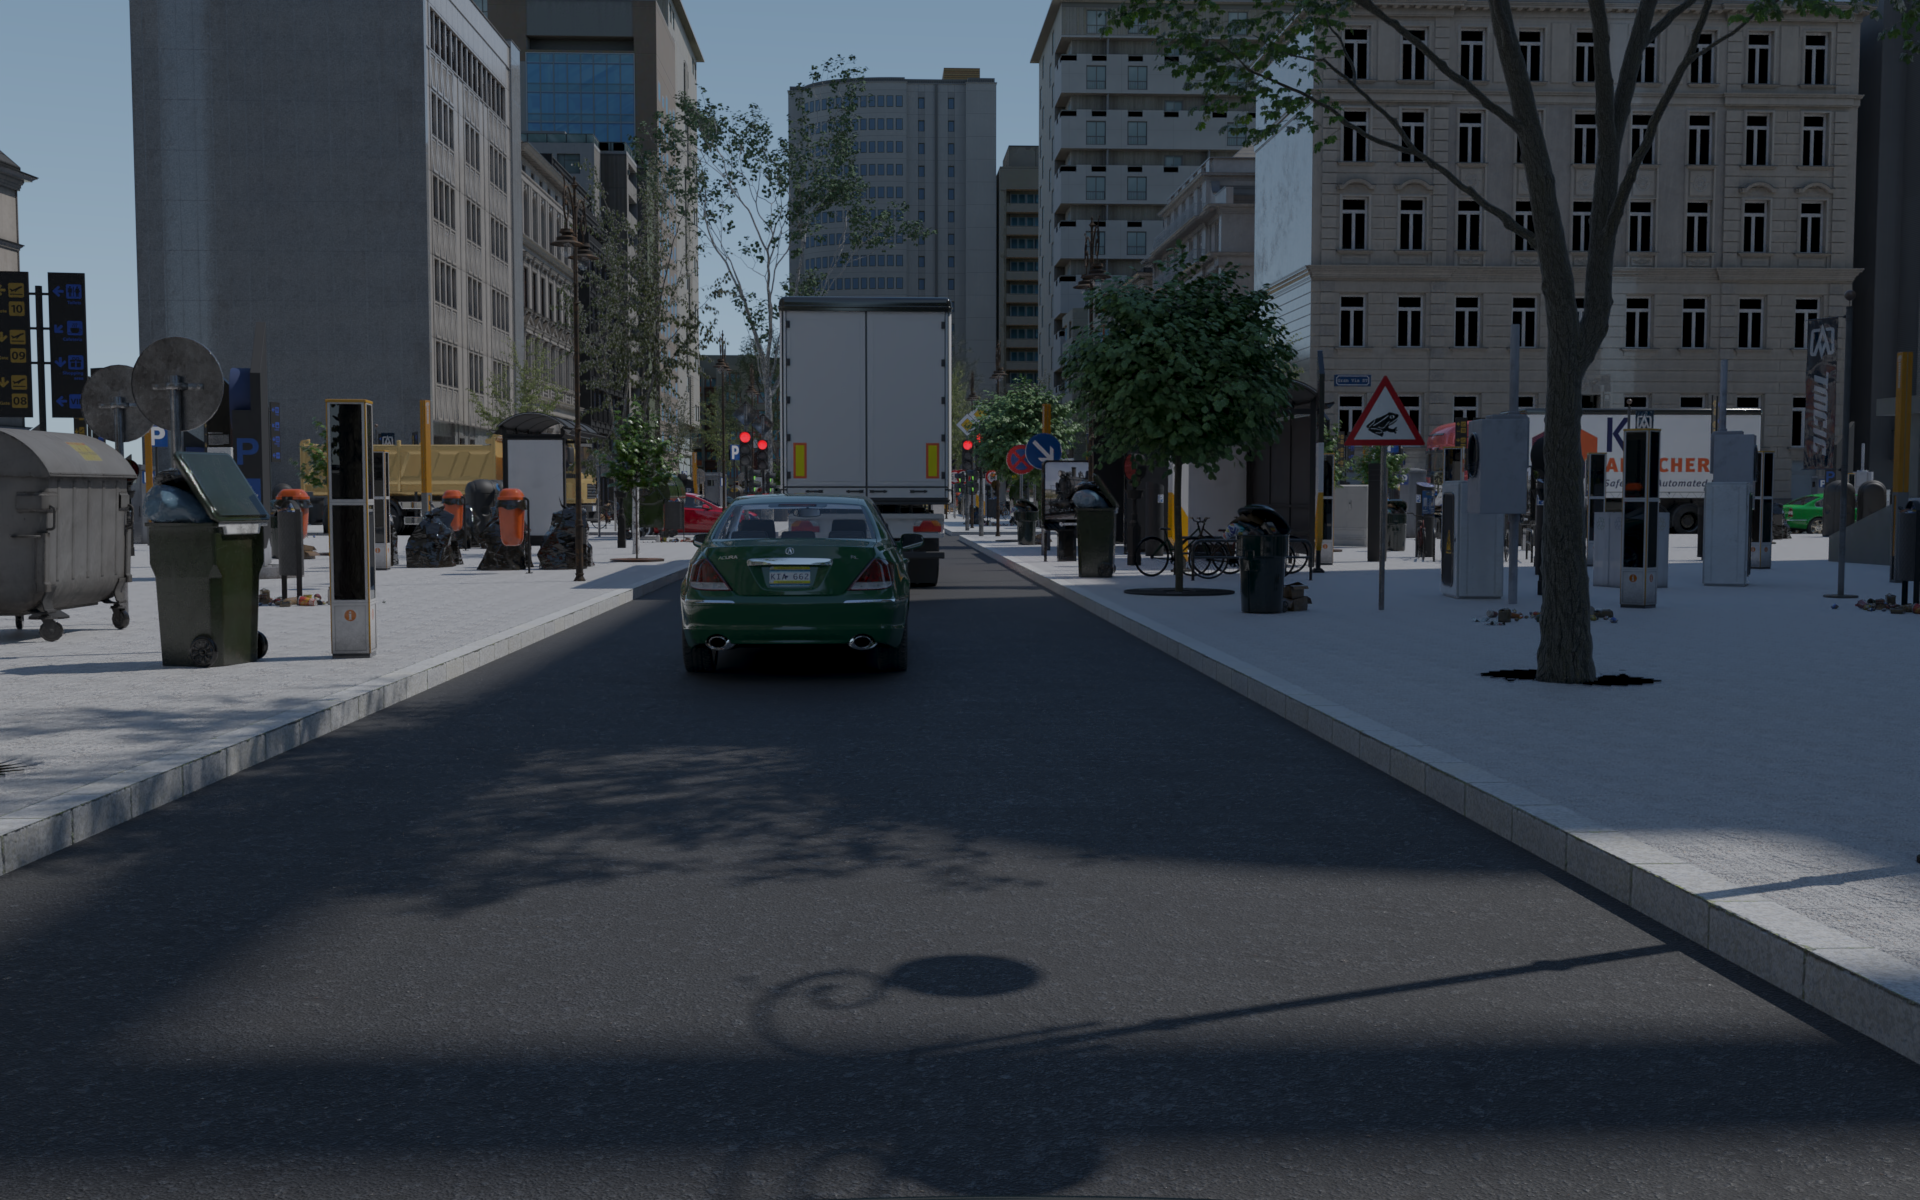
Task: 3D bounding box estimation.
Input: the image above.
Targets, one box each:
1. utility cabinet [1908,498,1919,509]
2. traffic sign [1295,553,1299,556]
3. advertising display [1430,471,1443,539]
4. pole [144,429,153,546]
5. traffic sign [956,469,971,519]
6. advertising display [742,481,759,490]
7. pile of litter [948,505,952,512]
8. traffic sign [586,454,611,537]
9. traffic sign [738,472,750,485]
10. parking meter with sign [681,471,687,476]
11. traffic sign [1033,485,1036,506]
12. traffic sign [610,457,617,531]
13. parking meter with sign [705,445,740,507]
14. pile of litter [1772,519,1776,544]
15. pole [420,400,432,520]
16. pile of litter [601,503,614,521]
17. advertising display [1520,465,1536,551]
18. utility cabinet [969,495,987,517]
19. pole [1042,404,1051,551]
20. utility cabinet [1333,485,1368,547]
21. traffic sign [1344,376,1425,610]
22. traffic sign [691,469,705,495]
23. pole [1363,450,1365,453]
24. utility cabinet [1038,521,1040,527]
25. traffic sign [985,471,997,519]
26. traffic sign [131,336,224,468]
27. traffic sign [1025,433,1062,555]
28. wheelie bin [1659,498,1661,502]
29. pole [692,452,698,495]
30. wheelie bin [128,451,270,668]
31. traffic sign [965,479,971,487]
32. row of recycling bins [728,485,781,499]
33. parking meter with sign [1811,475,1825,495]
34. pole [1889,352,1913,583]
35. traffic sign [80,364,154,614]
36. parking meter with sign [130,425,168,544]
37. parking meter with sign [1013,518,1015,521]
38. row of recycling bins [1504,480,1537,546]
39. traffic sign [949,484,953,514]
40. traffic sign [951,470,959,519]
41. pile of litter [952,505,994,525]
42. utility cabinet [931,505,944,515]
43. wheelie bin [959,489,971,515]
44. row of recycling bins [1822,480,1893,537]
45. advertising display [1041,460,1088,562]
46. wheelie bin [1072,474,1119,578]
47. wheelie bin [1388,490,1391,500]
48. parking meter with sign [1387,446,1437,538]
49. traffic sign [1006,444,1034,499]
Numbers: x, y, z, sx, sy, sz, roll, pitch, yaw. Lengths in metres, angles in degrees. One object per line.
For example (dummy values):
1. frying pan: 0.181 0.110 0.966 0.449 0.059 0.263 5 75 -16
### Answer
1. utility cabinet: 56.216 -5.539 101.721 0.306 1.237 1.020 -1 4 -22
2. traffic sign: 6.822 -2.131 34.942 0.768 2.556 0.104 0 4 -2
3. advertising display: 13.761 -2.702 49.384 0.974 1.923 0.123 -3 4 -36
4. pole: -20.162 -3.011 43.068 0.158 3.312 0.155 0 3 0
5. traffic sign: 0.178 -5.356 87.673 0.768 2.556 0.104 0 4 3
6. advertising display: -10.080 -4.783 83.416 0.974 1.923 0.123 -3 5 -43
7. pile of litter: -0.869 -6.641 122.545 1.719 0.858 1.176 0 4 -6
8. traffic sign: -10.840 -3.173 51.986 0.768 2.556 0.104 0 4 -2
9. traffic sign: -12.455 -6.109 99.991 0.768 2.556 0.104 0 4 -1
10. parking meter with sign: -20.222 -8.221 130.674 1.738 3.016 0.543 3 4 38
11. traffic sign: 2.218 -3.142 51.484 0.768 2.556 0.104 0 4 5
12. traffic sign: -11.871 -3.639 59.610 0.768 2.556 0.104 0 4 -2
13. parking meter with sign: -8.672 -3.993 61.552 1.738 3.016 0.543 2 4 30
14. pile of litter: 20.576 -1.892 44.901 1.176 0.858 1.719 3 4 36
15. pole: -11.613 -2.682 37.686 0.158 3.312 0.155 0 3 0
16. pile of litter: -17.272 -4.260 83.623 1.176 0.858 1.719 -1 4 -10
17. advertising display: 12.909 -2.090 39.379 0.123 1.923 0.974 0 4 5
18. utility cabinet: 0.997 -5.331 98.331 1.020 1.237 0.306 1 4 13
19. pole: 1.960 -2.781 39.318 0.158 3.312 0.155 0 3 0
20. utility cabinet: 9.400 -2.021 41.721 0.318 1.500 1.173 -3 5 -40
21. traffic sign: 4.665 -1.168 19.100 0.884 2.594 0.081 0 4 2
22. traffic sign: -13.110 -5.308 86.890 0.768 2.556 0.104 0 4 -1
23. pole: 14.270 -4.107 60.990 0.158 3.312 0.155 0 3 0
24. utility cabinet: 3.368 -3.418 67.053 1.020 1.237 0.306 1 4 9
25. traffic sign: 1.706 -5.493 89.919 0.768 2.556 0.104 0 4 2
26. traffic sign: -6.332 -0.851 14.020 0.768 2.556 0.104 0 4 3
27. traffic sign: 1.742 -2.208 36.203 0.768 2.556 0.104 0 4 1
28. wheelie bin: 19.880 -2.598 50.391 0.980 1.594 0.693 -3 4 -39
29. pole: -12.928 -5.540 84.420 0.158 3.312 0.155 0 3 0
30. wheelie bin: -5.699 -0.314 13.048 0.693 1.594 0.980 1 4 13
31. traffic sign: 0.625 -8.070 132.048 0.768 2.556 0.104 0 4 3
32. row of recycling bins: -9.518 -4.555 81.582 3.534 1.692 1.069 2 4 35
33. parking meter with sign: 34.936 -4.532 70.354 0.543 3.016 1.738 0 4 5
34. pole: 13.568 -1.903 24.963 0.158 3.312 0.155 0 3 0
35. traffic sign: -8.263 -1.036 17.051 0.768 2.556 0.104 0 4 -1
36. parking meter with sign: -20.977 -2.953 44.545 1.738 3.016 0.543 3 5 43
37. parking meter with sign: 3.161 -4.860 75.715 1.738 3.016 0.543 0 4 -4
38. row of recycling bins: 14.435 -2.264 44.130 1.069 1.692 3.534 2 4 25
39. traffic sign: -0.663 -6.836 111.871 0.768 2.556 0.104 0 4 0
40. traffic sign: -0.264 -5.540 90.692 0.768 2.556 0.104 0 4 5
41. pile of litter: 0.731 -3.629 73.302 1.176 0.858 1.719 -2 4 -32
42. utility cabinet: -1.358 -5.471 100.614 0.306 1.237 1.020 3 5 41
43. wheelie bin: 0.382 -5.939 105.018 0.980 1.594 0.693 -1 4 -17
44. row of recycling bins: 27.660 -2.721 51.596 3.534 1.692 1.069 1 4 10
45. advertising display: 2.033 -1.696 32.940 0.974 1.923 0.123 -1 4 -13
46. wheelie bin: 2.094 -1.153 26.756 0.693 1.594 0.980 1 4 9
47. wheelie bin: 12.786 -2.765 53.121 0.980 1.594 0.693 3 5 44
48. parking meter with sign: 13.218 -3.314 50.447 1.738 3.016 0.543 -2 4 -29
49. traffic sign: 1.574 -2.713 44.468 0.768 2.556 0.104 0 4 3
